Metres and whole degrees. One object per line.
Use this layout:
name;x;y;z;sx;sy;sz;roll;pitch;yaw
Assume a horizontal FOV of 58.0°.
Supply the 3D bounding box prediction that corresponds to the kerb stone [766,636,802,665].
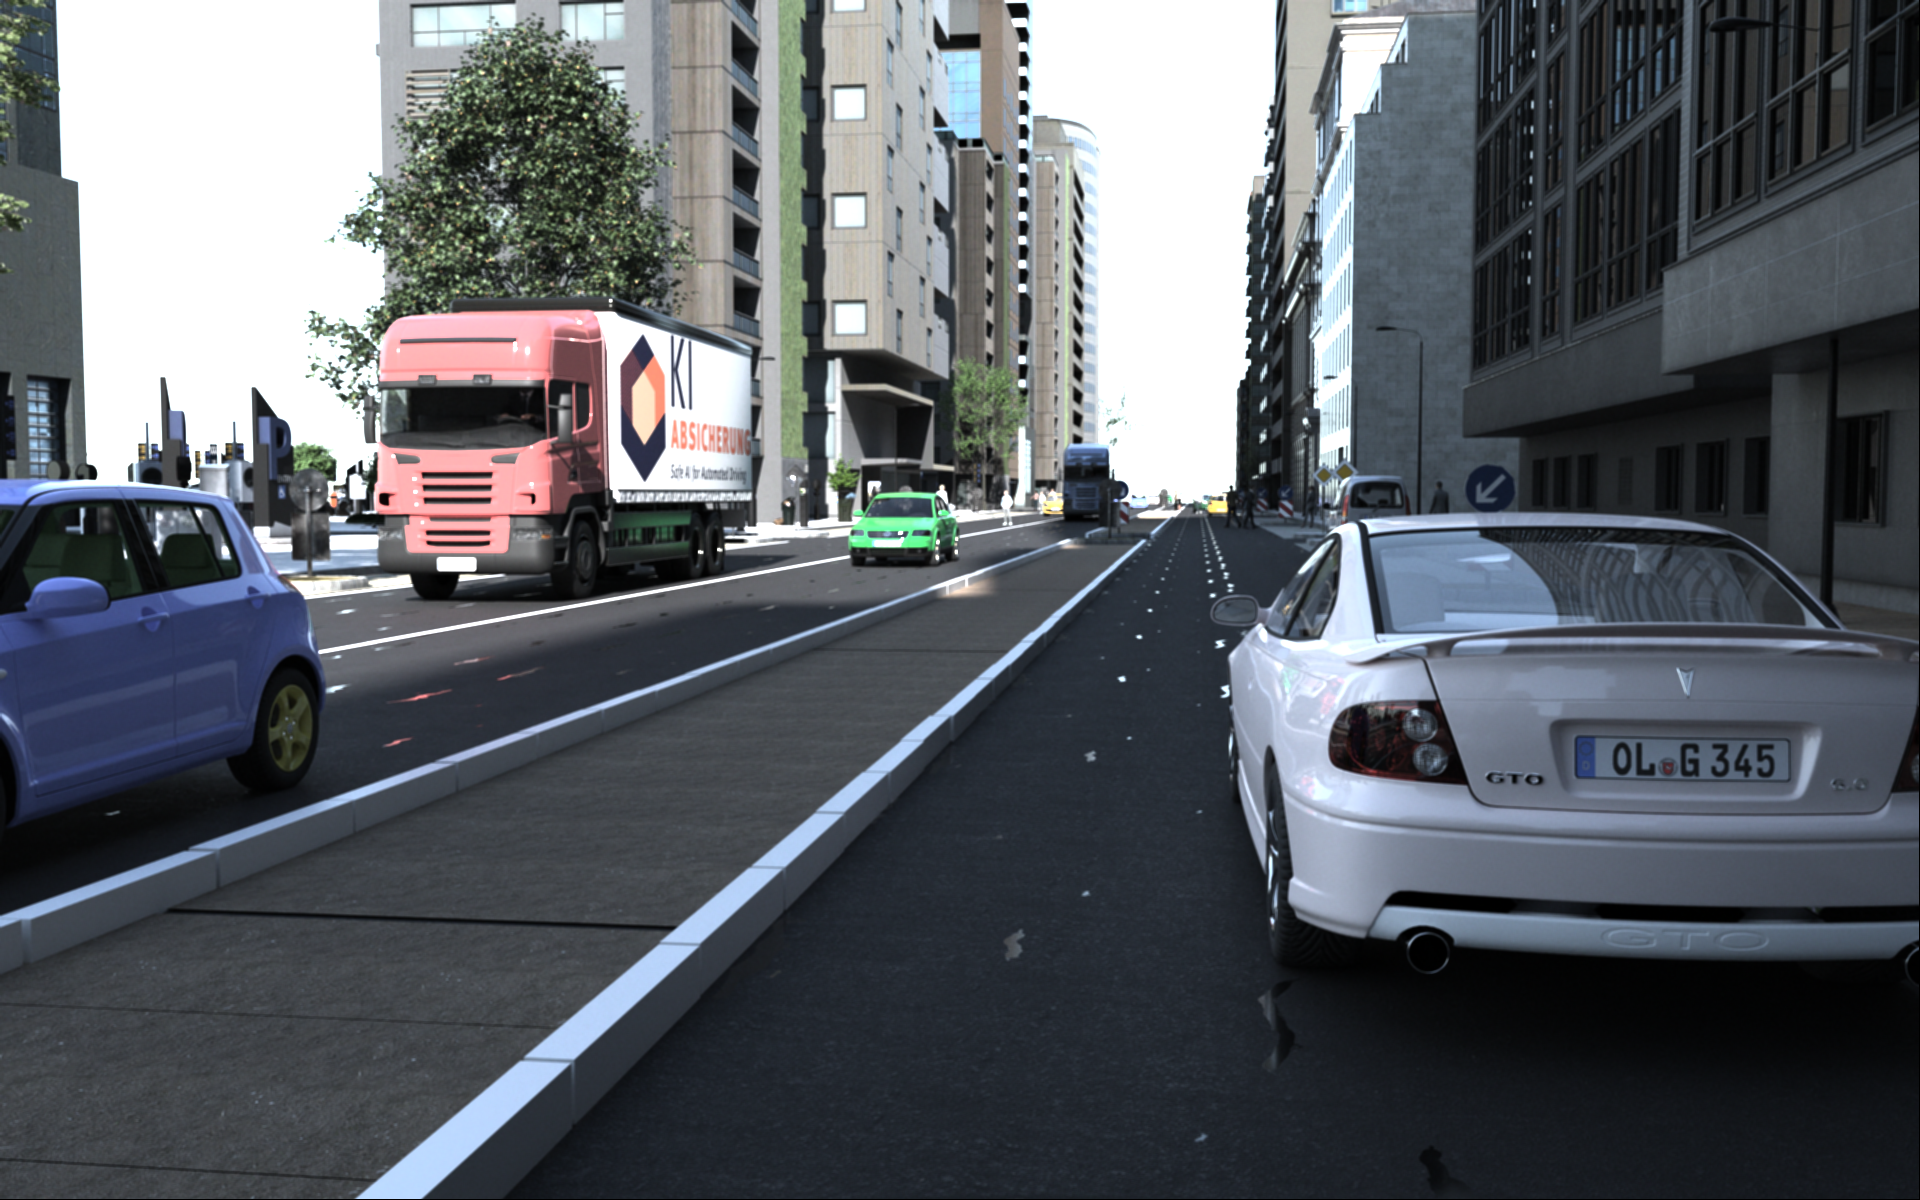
kerb stone;-1.554;0.447;14.884;0.120;0.150;1.000;0;4;8

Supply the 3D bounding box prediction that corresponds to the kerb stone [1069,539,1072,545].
kerb stone;2.901;-1.543;47.426;0.120;0.150;1.000;0;4;8

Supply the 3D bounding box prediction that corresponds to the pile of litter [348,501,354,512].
pile of litter;-44.728;-6.888;126.584;1.719;0.858;1.176;1;4;16

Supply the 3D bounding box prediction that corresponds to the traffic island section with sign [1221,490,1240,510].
traffic island section with sign;28.736;-10.601;181.951;1.989;1.847;2.006;0;4;8

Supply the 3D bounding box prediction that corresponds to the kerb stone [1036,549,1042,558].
kerb stone;1.647;-0.983;38.274;0.120;0.150;1.000;0;4;8

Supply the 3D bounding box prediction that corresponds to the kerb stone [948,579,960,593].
kerb stone;-0.165;-0.174;25.041;0.120;0.150;1.000;0;4;8

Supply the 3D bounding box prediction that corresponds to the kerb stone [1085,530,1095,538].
kerb stone;4.371;-2.198;58.130;0.120;0.150;1.000;0;4;8

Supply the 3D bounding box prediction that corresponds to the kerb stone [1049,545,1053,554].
kerb stone;2.065;-1.167;41.329;0.120;0.150;1.000;0;4;8

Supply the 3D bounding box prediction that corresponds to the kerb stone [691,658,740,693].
kerb stone;-1.838;0.572;12.855;0.120;0.150;1.000;0;4;8

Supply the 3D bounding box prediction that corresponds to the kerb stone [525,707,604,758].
kerb stone;-2.259;0.757;9.817;0.120;0.150;1.000;0;4;8

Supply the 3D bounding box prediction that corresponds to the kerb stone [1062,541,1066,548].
kerb stone;2.628;-1.415;45.398;0.120;0.150;1.000;0;4;8

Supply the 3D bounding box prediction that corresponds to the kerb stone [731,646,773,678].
kerb stone;-1.698;0.509;13.869;0.120;0.150;1.000;0;4;8

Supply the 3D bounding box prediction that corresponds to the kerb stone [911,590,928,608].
kerb stone;-0.581;0.012;21.994;0.120;0.150;1.000;0;4;8

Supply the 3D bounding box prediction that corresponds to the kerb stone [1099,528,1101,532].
kerb stone;4.789;-2.385;61.194;0.120;0.150;1.000;0;4;8

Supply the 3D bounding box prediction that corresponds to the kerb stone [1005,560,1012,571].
kerb stone;0.811;-0.610;32.169;0.120;0.150;1.000;0;4;8

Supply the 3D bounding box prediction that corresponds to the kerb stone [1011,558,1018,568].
kerb stone;0.951;-0.673;33.193;0.120;0.150;1.000;0;4;8

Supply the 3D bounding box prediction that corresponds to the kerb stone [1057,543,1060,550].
kerb stone;2.343;-1.295;43.373;0.120;0.150;1.000;0;4;8

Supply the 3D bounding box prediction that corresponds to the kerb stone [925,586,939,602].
kerb stone;-0.440;-0.050;23.015;0.120;0.150;1.000;0;4;8

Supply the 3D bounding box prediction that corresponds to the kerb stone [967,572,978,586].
kerb stone;0.116;-0.298;27.073;0.120;0.150;1.000;0;4;8

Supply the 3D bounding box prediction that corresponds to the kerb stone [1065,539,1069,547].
kerb stone;2.765;-1.481;46.411;0.120;0.150;1.000;0;4;8

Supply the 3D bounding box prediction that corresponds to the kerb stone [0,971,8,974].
kerb stone;-2.955;1.068;4.736;0.120;0.150;1.000;0;4;8

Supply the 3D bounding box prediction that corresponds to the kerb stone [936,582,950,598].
kerb stone;-0.309;-0.112;24.029;0.120;0.150;1.000;0;4;8

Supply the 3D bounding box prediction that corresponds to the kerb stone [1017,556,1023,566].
kerb stone;1.093;-0.735;34.206;0.120;0.150;1.000;0;4;8

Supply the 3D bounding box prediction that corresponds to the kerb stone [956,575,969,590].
kerb stone;-0.031;-0.236;26.059;0.120;0.150;1.000;0;4;8

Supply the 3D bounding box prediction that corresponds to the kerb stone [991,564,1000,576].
kerb stone;0.529;-0.485;30.132;0.120;0.150;1.000;0;4;8

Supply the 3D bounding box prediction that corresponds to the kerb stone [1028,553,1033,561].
kerb stone;1.363;-0.859;36.242;0.120;0.150;1.000;0;4;8

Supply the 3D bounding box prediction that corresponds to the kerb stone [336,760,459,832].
kerb stone;-2.534;0.884;7.780;0.120;0.150;1.000;0;4;8

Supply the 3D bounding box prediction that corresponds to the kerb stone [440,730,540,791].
kerb stone;-2.394;0.820;8.801;0.120;0.150;1.000;0;4;8

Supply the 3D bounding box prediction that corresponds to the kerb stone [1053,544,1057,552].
kerb stone;2.215;-1.233;42.349;0.120;0.150;1.000;0;4;8

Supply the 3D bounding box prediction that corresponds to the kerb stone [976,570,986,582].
kerb stone;0.253;-0.352;28.087;0.120;0.150;1.000;0;4;8

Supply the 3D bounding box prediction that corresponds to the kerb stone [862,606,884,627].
kerb stone;-1.004;0.199;18.945;0.120;0.150;1.000;0;4;8

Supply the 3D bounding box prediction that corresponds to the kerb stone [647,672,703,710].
kerb stone;-1.973;0.637;11.842;0.120;0.150;1.000;0;4;8

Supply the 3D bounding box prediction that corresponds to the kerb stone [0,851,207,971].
kerb stone;-2.807;1.012;5.754;0.120;0.150;1.000;0;4;8

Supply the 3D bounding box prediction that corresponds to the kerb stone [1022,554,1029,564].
kerb stone;1.234;-0.797;35.228;0.120;0.150;1.000;0;4;8

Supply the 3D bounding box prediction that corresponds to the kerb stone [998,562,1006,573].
kerb stone;0.670;-0.548;31.147;0.120;0.150;1.000;0;4;8

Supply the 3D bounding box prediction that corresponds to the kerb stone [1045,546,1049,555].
kerb stone;1.922;-1.108;40.317;0.120;0.150;1.000;0;4;8

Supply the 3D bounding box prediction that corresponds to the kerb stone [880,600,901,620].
kerb stone;-0.856;0.137;19.960;0.120;0.150;1.000;0;4;8

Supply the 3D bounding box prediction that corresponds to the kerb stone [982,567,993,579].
kerb stone;0.390;-0.423;29.111;0.120;0.150;1.000;0;4;8

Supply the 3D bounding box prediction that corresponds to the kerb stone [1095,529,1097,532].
kerb stone;4.514;-2.260;59.151;0.120;0.150;1.000;0;4;8

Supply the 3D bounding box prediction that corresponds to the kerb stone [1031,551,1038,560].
kerb stone;1.510;-0.919;37.254;0.120;0.150;1.000;0;4;8

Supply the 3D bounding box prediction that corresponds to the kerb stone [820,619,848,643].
kerb stone;-1.279;0.324;16.912;0.120;0.150;1.000;0;4;8

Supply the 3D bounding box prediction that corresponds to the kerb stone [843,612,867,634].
kerb stone;-1.138;0.261;17.931;0.120;0.150;1.000;0;4;8

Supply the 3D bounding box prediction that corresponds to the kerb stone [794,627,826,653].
kerb stone;-1.418;0.385;15.897;0.120;0.150;1.000;0;4;8

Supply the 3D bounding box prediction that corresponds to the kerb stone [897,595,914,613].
kerb stone;-0.724;0.075;20.974;0.120;0.150;1.000;0;4;8

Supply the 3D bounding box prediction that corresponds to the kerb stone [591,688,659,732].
kerb stone;-2.114;0.695;10.829;0.120;0.150;1.000;0;4;8

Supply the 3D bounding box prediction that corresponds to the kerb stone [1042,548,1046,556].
kerb stone;1.788;-1.046;39.303;0.120;0.150;1.000;0;4;8

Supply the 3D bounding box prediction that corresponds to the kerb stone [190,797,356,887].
kerb stone;-2.668;0.944;6.767;0.120;0.150;1.000;0;4;8

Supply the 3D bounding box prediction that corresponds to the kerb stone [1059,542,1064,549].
kerb stone;2.492;-1.355;44.384;0.120;0.150;1.000;0;4;8

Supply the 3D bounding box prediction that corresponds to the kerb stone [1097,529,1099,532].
kerb stone;4.657;-2.323;60.180;0.120;0.150;1.000;0;4;8
